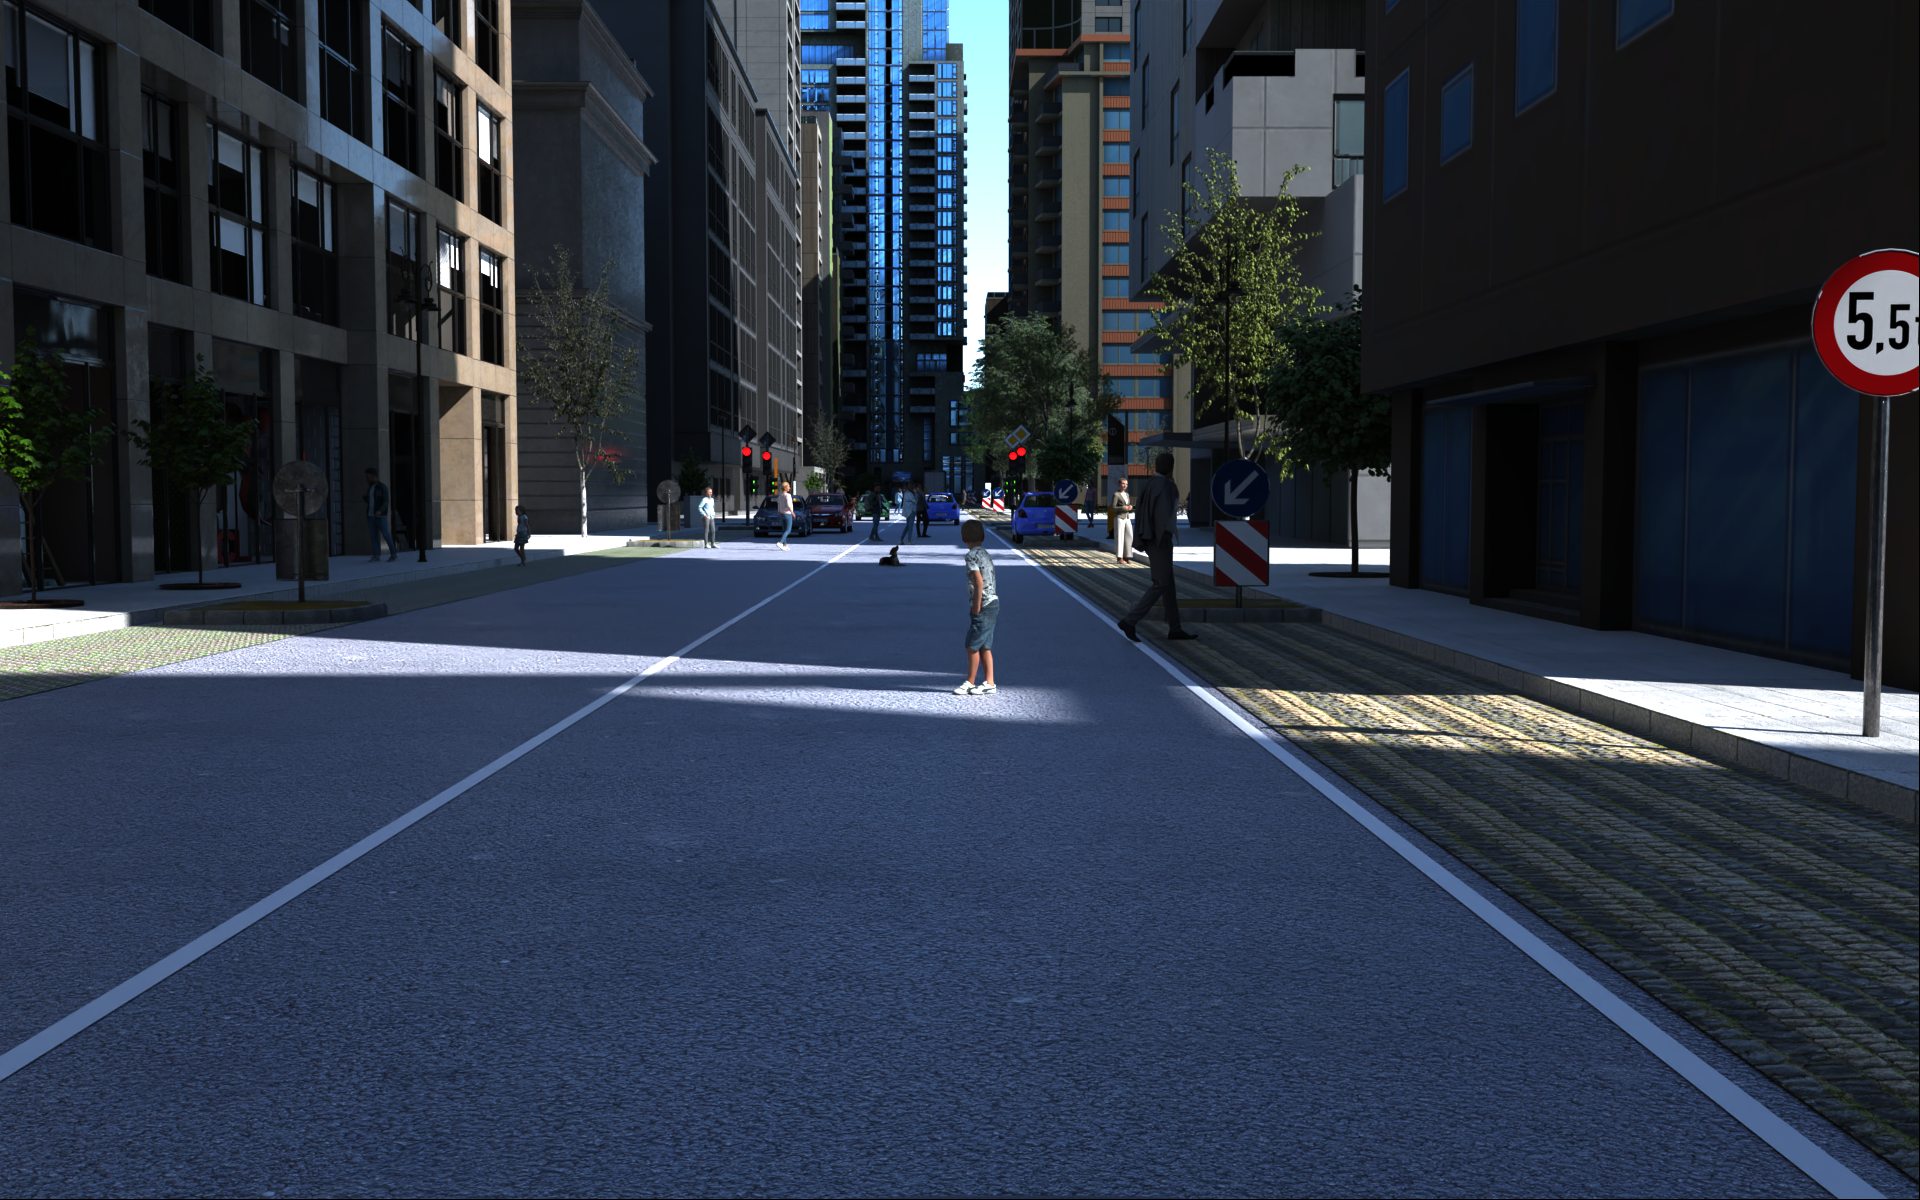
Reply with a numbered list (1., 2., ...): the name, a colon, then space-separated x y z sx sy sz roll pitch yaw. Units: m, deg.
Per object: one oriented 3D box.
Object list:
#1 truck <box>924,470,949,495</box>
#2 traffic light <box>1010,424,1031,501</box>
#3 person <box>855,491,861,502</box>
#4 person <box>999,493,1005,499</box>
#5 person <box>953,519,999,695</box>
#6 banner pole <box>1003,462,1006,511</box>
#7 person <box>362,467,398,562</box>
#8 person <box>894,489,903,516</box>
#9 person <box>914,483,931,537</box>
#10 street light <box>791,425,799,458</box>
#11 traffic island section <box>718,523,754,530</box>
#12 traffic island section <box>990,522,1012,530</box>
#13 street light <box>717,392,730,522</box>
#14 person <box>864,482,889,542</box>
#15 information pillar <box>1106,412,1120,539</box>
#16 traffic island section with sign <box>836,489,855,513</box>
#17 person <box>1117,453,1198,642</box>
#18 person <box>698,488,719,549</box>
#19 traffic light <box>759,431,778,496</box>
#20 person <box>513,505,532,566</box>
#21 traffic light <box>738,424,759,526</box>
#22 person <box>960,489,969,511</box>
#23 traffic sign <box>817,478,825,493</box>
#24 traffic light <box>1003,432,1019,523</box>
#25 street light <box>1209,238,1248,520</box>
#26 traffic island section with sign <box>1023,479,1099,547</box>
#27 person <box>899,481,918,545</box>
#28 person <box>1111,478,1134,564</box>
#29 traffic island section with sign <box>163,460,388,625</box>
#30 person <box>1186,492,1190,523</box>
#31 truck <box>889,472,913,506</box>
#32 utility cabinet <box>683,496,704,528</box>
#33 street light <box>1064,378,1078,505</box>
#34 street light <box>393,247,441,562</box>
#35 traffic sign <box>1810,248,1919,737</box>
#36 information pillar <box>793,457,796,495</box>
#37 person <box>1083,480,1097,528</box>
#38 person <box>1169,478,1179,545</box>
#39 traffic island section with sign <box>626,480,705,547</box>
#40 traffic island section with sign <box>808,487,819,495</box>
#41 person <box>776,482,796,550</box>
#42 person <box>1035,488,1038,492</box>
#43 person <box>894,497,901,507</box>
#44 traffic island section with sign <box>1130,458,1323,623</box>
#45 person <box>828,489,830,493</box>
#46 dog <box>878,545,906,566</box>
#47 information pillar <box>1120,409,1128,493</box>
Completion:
1. truck: -2.922 -13.529 210.118 2.839 4.237 11.283 0 4 1
2. traffic light: 2.438 -4.943 69.746 0.839 4.253 0.868 0 4 -1
3. person: -9.856 -9.759 168.770 0.721 1.735 1.217 3 4 39
4. person: 3.804 -8.966 155.827 0.799 1.438 0.628 2 4 25
5. person: 0.119 0.049 12.378 0.332 1.250 0.352 -3 4 -36
6. banner pole: 3.342 -8.774 133.474 0.401 3.779 0.863 0 4 -3
7. person: -10.981 -1.606 32.645 0.623 1.781 0.721 1 4 19
8. person: -4.136 -6.520 115.364 0.793 1.790 0.793 1 4 12
9. person: -1.264 -2.971 57.260 0.592 1.802 0.473 -2 4 -32
10. street light: -11.101 -8.780 116.336 0.468 5.910 1.993 0 4 -1
11. traffic island section: -8.563 -2.903 69.746 2.009 0.180 2.903 0 4 -1
12. traffic island section: 2.391 -3.398 77.845 2.009 0.180 2.903 0 4 -1
13. street light: -10.729 -6.461 78.432 0.468 5.910 1.993 0 4 -1
14. person: -2.528 -2.659 52.319 0.721 1.781 0.623 1 4 10
15. information pillar: 4.427 -3.544 49.292 0.504 3.616 0.183 1 4 13
16. traffic island section with sign: -8.883 -7.381 129.305 1.989 1.847 2.006 0 4 -1
17. person: 1.936 -0.500 16.776 0.850 1.850 0.679 -1 4 -12
18. person: -6.628 -2.159 45.614 0.330 1.601 0.589 3 5 43
19. traffic light: -8.610 -5.424 77.596 0.839 4.253 0.868 0 4 -1
20. person: -8.597 -1.267 34.233 0.505 1.210 0.382 3 5 43
21. traffic light: -8.523 -4.935 69.611 0.839 4.253 0.868 0 4 -1
22. person: 0.419 -8.597 149.020 0.822 1.834 0.622 0 4 -7
23. traffic sign: -10.956 -8.292 135.680 0.768 2.556 0.104 1 4 9
24. traffic light: 2.351 -5.432 77.731 0.839 4.253 0.868 0 4 -1
25. street light: 4.855 -3.591 31.496 0.468 5.910 1.993 0 4 -1
26. traffic island section with sign: 2.719 -2.355 47.136 1.989 1.847 2.006 0 4 -1
27. person: -1.444 -2.438 48.628 0.793 1.790 0.793 2 4 34
28. person: 3.332 -1.605 35.283 0.519 1.759 0.362 -3 5 -43
29. traffic island section with sign: -7.702 -0.683 19.795 1.989 1.847 2.006 0 4 -1
30. person: 10.100 -4.080 75.168 0.622 1.834 0.822 1 4 22
31. truck: -6.831 -13.692 213.620 2.967 4.110 18.799 0 4 1
32. utility cabinet: -10.171 -3.367 66.216 0.306 1.237 1.020 2 4 24
33. street light: 4.452 -5.909 69.404 0.468 5.910 1.993 0 4 -1
34. street light: -10.167 -3.657 32.582 0.468 5.910 1.993 0 4 -1
35. traffic sign: 4.823 -0.550 9.091 0.768 2.556 0.104 0 4 5
36. information pillar: -10.522 -7.261 110.069 0.183 3.616 0.504 0 4 4
37. person: 4.971 -3.685 66.306 0.555 1.821 0.388 1 4 23
38. person: 5.355 -2.258 43.958 0.512 1.701 0.522 2 4 25
39. traffic island section with sign: -7.993 -2.376 47.480 1.989 1.847 2.006 0 4 -1
40. traffic island section with sign: -8.588 -5.732 102.352 1.989 1.847 2.006 0 4 -1
41. person: -4.461 -2.136 44.092 0.731 1.740 0.598 2 4 35
42. person: 6.856 -9.099 154.837 1.348 1.821 0.705 2 4 32
43. person: -6.576 -10.882 187.142 1.217 1.743 0.721 -1 4 -12
44. traffic island section with sign: 3.021 -0.703 20.120 1.989 1.847 2.006 0 4 -1
45. person: -12.072 -9.185 157.041 0.721 1.723 1.217 -2 4 -27
46. dog: -1.361 -0.889 34.733 0.550 0.427 0.748 0 4 -4
47. information pillar: 4.630 -3.477 48.206 0.183 3.616 0.504 0 4 5
